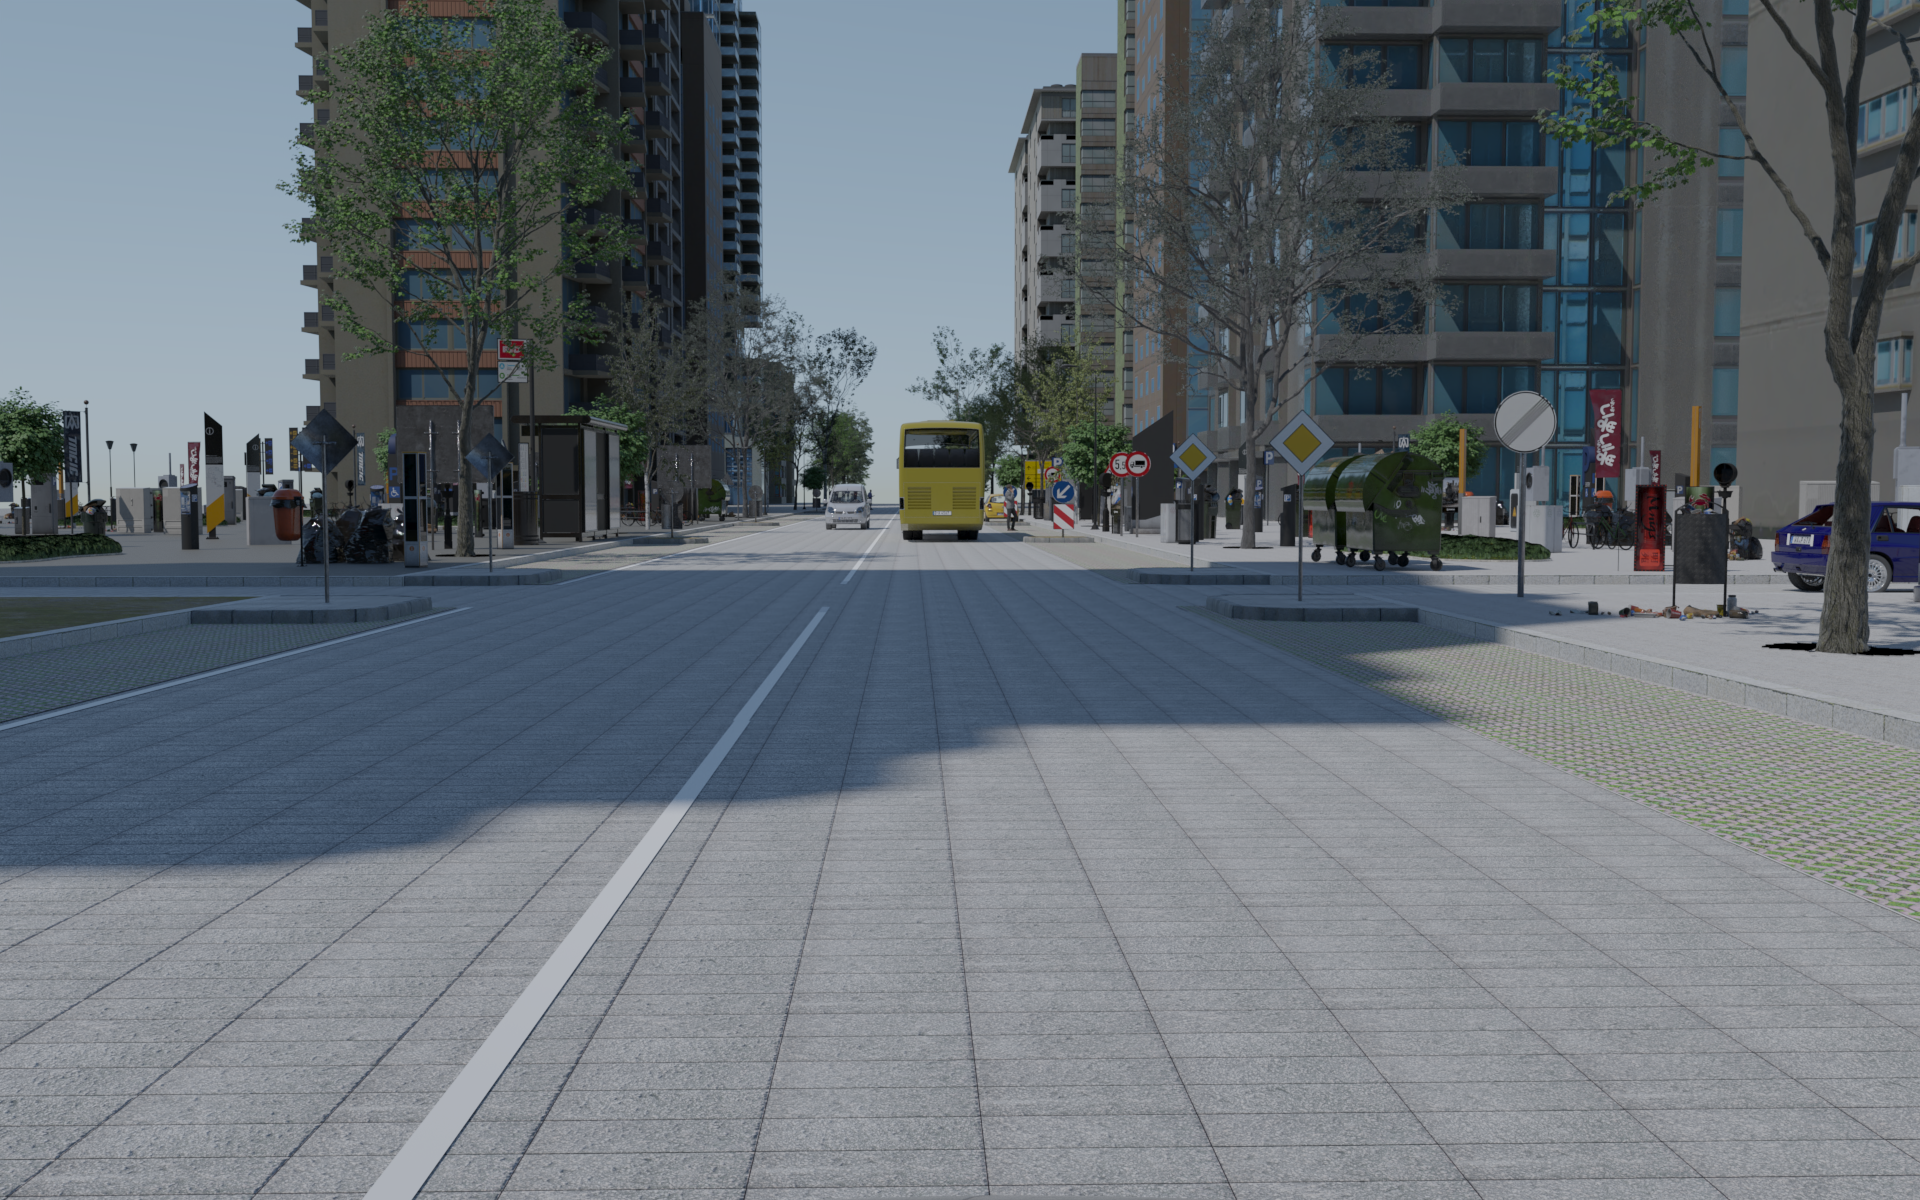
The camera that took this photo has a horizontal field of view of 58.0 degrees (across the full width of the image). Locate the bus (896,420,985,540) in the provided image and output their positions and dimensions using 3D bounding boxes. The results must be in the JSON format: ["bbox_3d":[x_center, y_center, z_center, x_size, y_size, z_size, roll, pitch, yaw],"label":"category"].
[{"bbox_3d":[-0.694,-3.994,56.857,2.896,3.916,12.252,0,4,-2],"label":"bus"}]

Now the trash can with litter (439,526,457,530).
[{"bbox_3d":[-18.973,-3.076,61.348,2.233,1.210,1.678,-1,4,-15],"label":"trash can with litter"}]

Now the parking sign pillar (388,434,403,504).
[{"bbox_3d":[-17.730,-4.077,55.130,1.447,3.967,1.447,0,4,7],"label":"parking sign pillar"}]

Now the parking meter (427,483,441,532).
[{"bbox_3d":[-18.014,-3.264,59.082,0.255,1.863,0.399,0,4,8],"label":"parking meter"}]

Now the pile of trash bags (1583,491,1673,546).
[{"bbox_3d":[16.864,-2.106,44.190,1.912,1.369,3.447,0,4,1],"label":"pile of trash bags"}]

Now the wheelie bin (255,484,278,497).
[{"bbox_3d":[-21.413,-2.801,53.708,0.980,1.594,0.693,2,4,33],"label":"wheelie bin"}]

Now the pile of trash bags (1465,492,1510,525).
[{"bbox_3d":[21.336,-3.750,71.070,1.912,1.369,3.447,2,4,34],"label":"pile of trash bags"}]

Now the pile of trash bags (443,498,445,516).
[{"bbox_3d":[-28.953,-5.243,95.471,1.912,1.369,3.447,-1,4,-11],"label":"pile of trash bags"}]

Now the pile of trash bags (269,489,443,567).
[{"bbox_3d":[-11.474,-1.366,32.086,1.912,1.369,3.447,1,4,17],"label":"pile of trash bags"}]

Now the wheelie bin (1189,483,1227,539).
[{"bbox_3d":[7.047,-2.557,49.711,0.693,1.594,0.980,3,4,38],"label":"wheelie bin"}]

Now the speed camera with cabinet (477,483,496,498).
[{"bbox_3d":[-22.241,-5.348,81.772,0.660,3.252,2.038,0,4,2],"label":"speed camera with cabinet"}]

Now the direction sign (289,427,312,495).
[{"bbox_3d":[-22.363,-4.085,58.783,0.876,3.537,0.379,1,4,17],"label":"direction sign"}]

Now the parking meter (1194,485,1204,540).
[{"bbox_3d":[6.597,-2.431,48.154,0.372,1.533,0.369,0,3,0],"label":"parking meter"}]

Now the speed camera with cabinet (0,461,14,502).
[{"bbox_3d":[-26.913,-3.254,47.532,0.660,3.252,2.038,0,4,8],"label":"speed camera with cabinet"}]

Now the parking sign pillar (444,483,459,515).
[{"bbox_3d":[-23.053,-5.538,79.017,1.447,3.967,1.447,1,4,10],"label":"parking sign pillar"}]

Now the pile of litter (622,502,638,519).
[{"bbox_3d":[-16.900,-4.532,88.056,1.719,0.858,1.176,-1,4,-14],"label":"pile of litter"}]

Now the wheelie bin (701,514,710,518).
[{"bbox_3d":[-13.545,-5.120,91.628,0.693,1.594,0.980,2,4,32],"label":"wheelie bin"}]

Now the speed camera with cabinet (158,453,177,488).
[{"bbox_3d":[-38.603,-5.435,83.201,2.038,3.252,0.660,1,4,20],"label":"speed camera with cabinet"}]

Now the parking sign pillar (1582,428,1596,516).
[{"bbox_3d":[25.655,-5.005,70.301,1.447,3.967,1.447,0,4,6],"label":"parking sign pillar"}]

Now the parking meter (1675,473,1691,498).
[{"bbox_3d":[19.976,-2.578,47.865,0.255,1.863,0.399,-2,4,-29],"label":"parking meter"}]

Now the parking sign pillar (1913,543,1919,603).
[{"bbox_3d":[12.053,-1.946,20.283,1.447,3.967,1.447,-3,5,-42],"label":"parking sign pillar"}]

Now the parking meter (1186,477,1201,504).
[{"bbox_3d":[7.331,-2.954,54.015,0.255,1.863,0.399,-1,4,-12],"label":"parking meter"}]

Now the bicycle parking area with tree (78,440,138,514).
[{"bbox_3d":[-46.211,-6.624,95.301,9.016,4.147,8.231,0,4,1],"label":"bicycle parking area with tree"}]

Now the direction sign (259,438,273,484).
[{"bbox_3d":[-28.136,-4.769,69.975,0.876,3.537,0.379,1,4,11],"label":"direction sign"}]

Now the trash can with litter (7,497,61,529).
[{"bbox_3d":[-33.818,-3.268,64.495,2.233,1.210,1.678,1,4,12],"label":"trash can with litter"}]

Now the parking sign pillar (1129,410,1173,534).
[{"bbox_3d":[6.167,-4.104,55.567,1.447,3.967,1.447,0,4,2],"label":"parking sign pillar"}]

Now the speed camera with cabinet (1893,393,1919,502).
[{"bbox_3d":[18.388,-2.385,33.326,0.660,3.252,2.038,2,4,25],"label":"speed camera with cabinet"}]

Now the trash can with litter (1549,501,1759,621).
[{"bbox_3d":[7.382,-0.442,18.293,2.233,1.210,1.678,1,4,13],"label":"trash can with litter"}]

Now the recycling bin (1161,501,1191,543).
[{"bbox_3d":[5.694,-2.014,45.478,0.722,1.027,0.722,0,4,-7],"label":"recycling bin"}]

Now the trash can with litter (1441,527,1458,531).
[{"bbox_3d":[16.666,-3.031,60.618,1.678,1.210,2.233,-1,4,-18],"label":"trash can with litter"}]

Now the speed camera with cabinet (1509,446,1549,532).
[{"bbox_3d":[19.018,-3.885,57.858,0.660,3.252,2.038,0,4,-3],"label":"speed camera with cabinet"}]

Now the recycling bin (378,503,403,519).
[{"bbox_3d":[-15.033,-2.058,46.206,0.722,1.027,0.722,0,4,4],"label":"recycling bin"}]

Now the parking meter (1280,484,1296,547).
[{"bbox_3d":[8.003,-2.071,42.265,0.372,1.533,0.369,0,3,0],"label":"parking meter"}]

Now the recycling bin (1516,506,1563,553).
[{"bbox_3d":[12.665,-1.547,37.856,0.722,1.027,0.722,-3,4,-38],"label":"recycling bin"}]

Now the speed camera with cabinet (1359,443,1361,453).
[{"bbox_3d":[15.532,-4.419,66.588,0.660,3.252,2.038,1,4,14],"label":"speed camera with cabinet"}]

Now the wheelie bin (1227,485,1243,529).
[{"bbox_3d":[9.954,-3.368,62.976,0.693,1.594,0.980,1,4,8],"label":"wheelie bin"}]

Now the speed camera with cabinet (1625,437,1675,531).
[{"bbox_3d":[24.142,-4.032,60.252,2.038,3.252,0.660,-1,4,-20],"label":"speed camera with cabinet"}]

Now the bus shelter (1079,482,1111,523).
[{"bbox_3d":[6.319,-5.446,80.330,1.731,3.624,6.357,0,4,-2],"label":"bus shelter"}]

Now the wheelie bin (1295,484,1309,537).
[{"bbox_3d":[10.318,-2.679,51.718,0.980,1.594,0.693,0,4,8],"label":"wheelie bin"}]

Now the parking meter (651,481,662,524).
[{"bbox_3d":[-13.222,-4.266,75.462,0.399,1.863,0.255,1,4,11],"label":"parking meter"}]

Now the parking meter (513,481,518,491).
[{"bbox_3d":[-20.055,-4.416,77.917,0.399,1.863,0.255,-2,4,-32],"label":"parking meter"}]

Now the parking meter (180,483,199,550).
[{"bbox_3d":[-17.791,-1.932,39.997,0.372,1.533,0.369,0,3,0],"label":"parking meter"}]

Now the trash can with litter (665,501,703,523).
[{"bbox_3d":[-12.558,-4.033,76.994,2.233,1.210,1.678,1,4,17],"label":"trash can with litter"}]

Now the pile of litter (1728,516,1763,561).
[{"bbox_3d":[14.966,-1.213,33.796,1.719,0.858,1.176,-2,4,-26],"label":"pile of litter"}]

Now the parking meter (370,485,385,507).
[{"bbox_3d":[-15.951,-2.387,47.437,0.372,1.533,0.369,0,3,0],"label":"parking meter"}]

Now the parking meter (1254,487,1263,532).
[{"bbox_3d":[9.962,-3.033,57.995,0.372,1.533,0.369,0,3,0],"label":"parking meter"}]

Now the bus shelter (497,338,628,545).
[{"bbox_3d":[-10.898,-4.267,47.396,2.179,5.291,8.768,0,4,-2],"label":"bus shelter"}]

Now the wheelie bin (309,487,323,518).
[{"bbox_3d":[-30.419,-4.534,82.032,0.693,1.594,0.980,-3,5,-44],"label":"wheelie bin"}]

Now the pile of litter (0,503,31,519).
[{"bbox_3d":[-48.730,-4.607,89.295,1.719,0.858,1.176,0,4,-8],"label":"pile of litter"}]
